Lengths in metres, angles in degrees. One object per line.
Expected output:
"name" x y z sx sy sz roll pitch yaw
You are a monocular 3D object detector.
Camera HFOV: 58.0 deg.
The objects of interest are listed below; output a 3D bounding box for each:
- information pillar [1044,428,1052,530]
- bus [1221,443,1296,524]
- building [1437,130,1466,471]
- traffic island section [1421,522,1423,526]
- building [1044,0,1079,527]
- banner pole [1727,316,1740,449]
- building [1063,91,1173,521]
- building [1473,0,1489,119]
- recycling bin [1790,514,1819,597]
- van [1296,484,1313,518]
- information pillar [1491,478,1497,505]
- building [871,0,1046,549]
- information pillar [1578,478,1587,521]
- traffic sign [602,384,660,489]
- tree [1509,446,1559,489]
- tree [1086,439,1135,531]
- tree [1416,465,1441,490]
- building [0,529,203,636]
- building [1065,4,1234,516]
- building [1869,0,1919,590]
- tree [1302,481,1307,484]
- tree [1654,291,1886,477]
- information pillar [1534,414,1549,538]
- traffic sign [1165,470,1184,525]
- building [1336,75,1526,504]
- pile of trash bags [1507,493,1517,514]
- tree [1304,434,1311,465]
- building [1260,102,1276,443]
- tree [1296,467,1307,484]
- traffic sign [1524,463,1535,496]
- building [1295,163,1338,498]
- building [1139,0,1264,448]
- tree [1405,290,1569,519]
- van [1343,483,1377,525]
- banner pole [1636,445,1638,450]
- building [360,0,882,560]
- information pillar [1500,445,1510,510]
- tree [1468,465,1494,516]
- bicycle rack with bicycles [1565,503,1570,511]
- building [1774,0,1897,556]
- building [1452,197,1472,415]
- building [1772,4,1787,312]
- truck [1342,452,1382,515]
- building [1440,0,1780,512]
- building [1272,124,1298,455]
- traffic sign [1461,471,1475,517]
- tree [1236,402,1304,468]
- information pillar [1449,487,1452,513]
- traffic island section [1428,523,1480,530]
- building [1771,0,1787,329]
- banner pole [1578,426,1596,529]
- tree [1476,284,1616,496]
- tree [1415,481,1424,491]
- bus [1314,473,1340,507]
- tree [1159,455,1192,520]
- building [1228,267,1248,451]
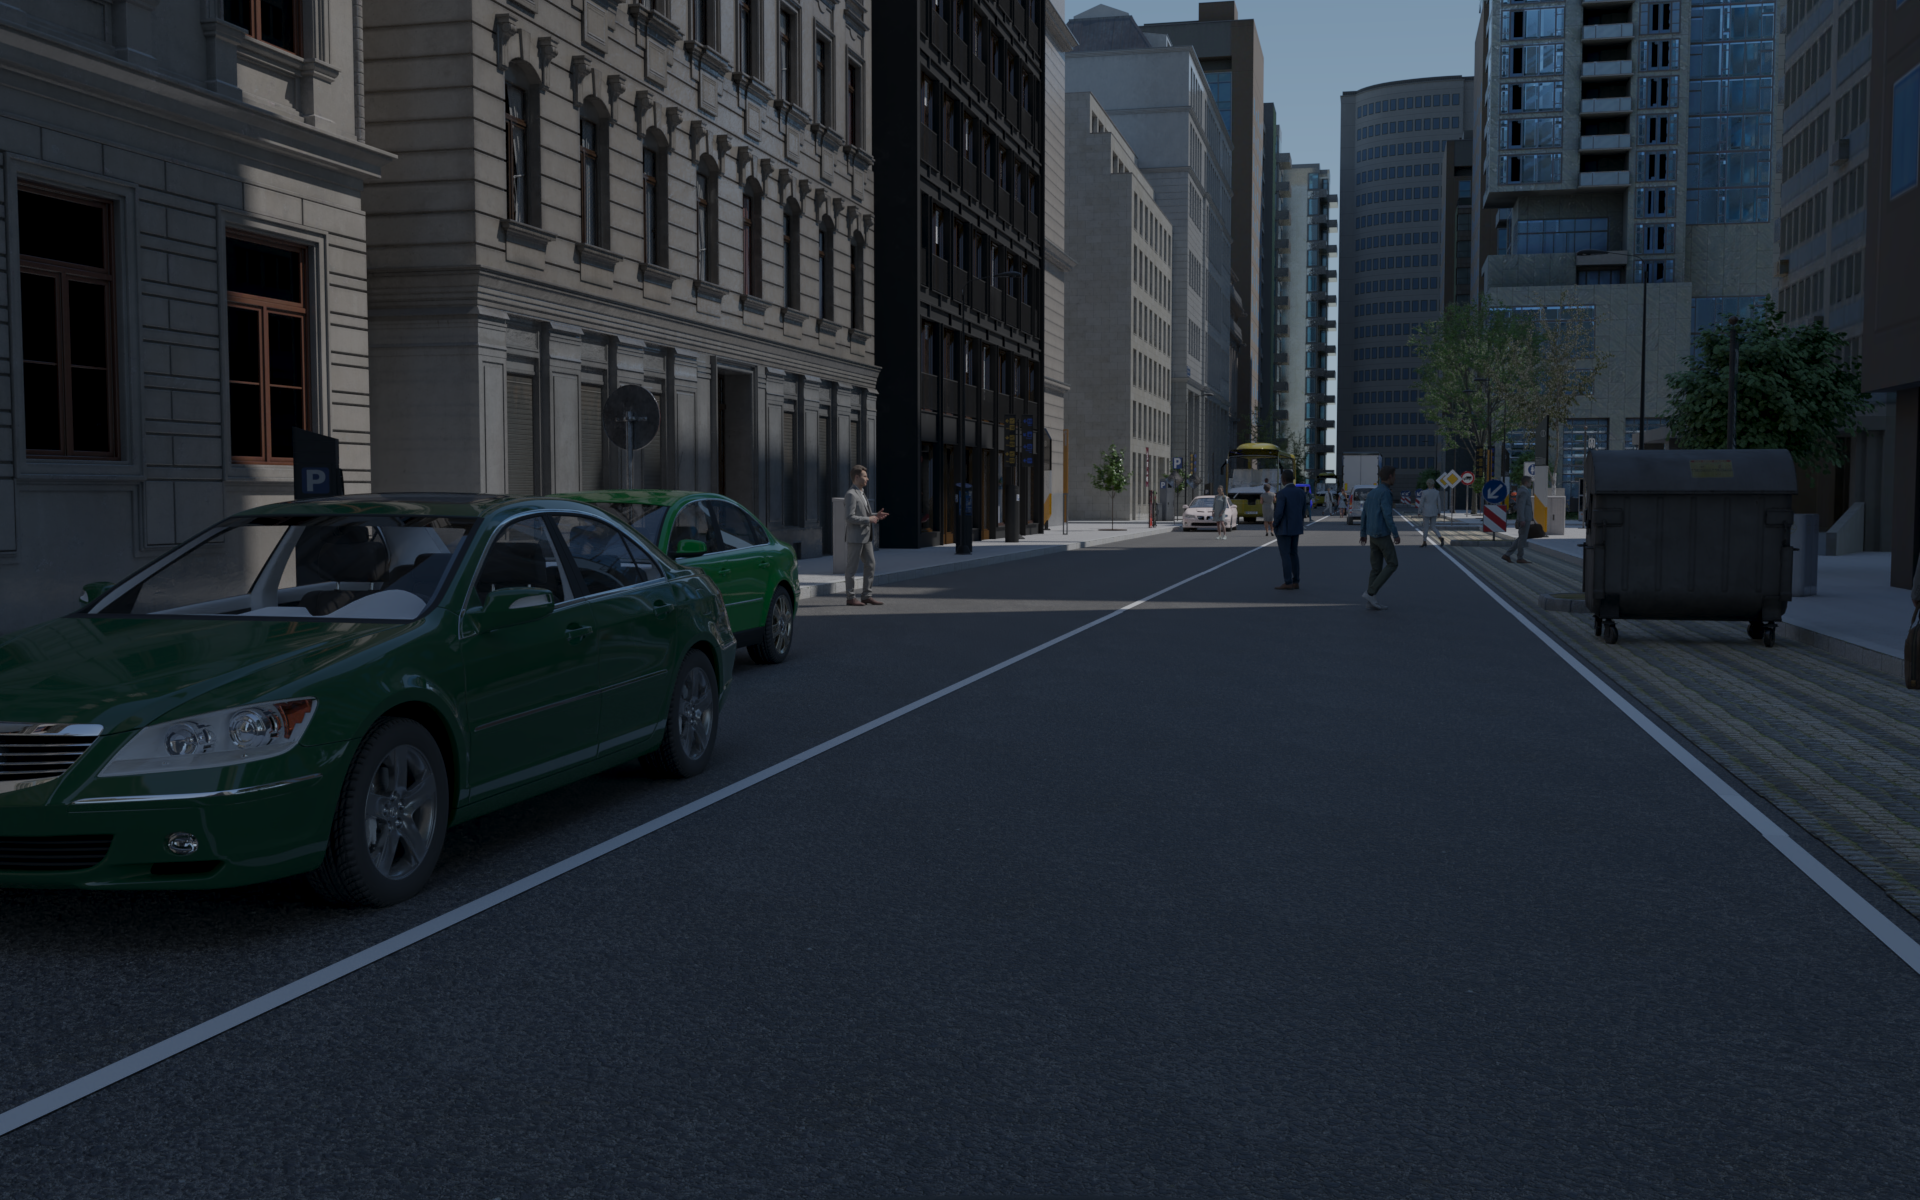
"information pillar" 3.090 -4.268 61.139 0.183 3.616 0.504 -2 4 -24
"bus" 15.187 -5.837 86.990 2.896 3.916 12.252 1 4 15
"building" 66.248 -34.397 212.503 14.600 45.320 14.200 1 4 13
"traffic island section" 21.752 -3.392 77.740 2.009 0.180 2.903 1 4 13
"building" -7.864 -17.135 67.541 23.554 28.519 14.401 1 4 13
"banner pole" 10.981 -2.117 24.630 0.401 3.779 0.863 2 4 32
"building" 5.032 -14.481 91.521 10.420 20.320 16.860 1 4 13
"building" 53.044 -30.833 154.234 14.600 45.320 14.200 1 4 13
"recycling bin" 10.434 -0.578 22.012 0.722 1.027 0.722 3 5 40
"van" 20.080 -6.109 104.272 2.240 2.365 5.245 1 4 15
"information pillar" 24.618 -4.623 80.081 0.304 2.012 0.304 -1 4 -10
"building" -5.118 -13.403 48.825 12.332 23.373 15.834 1 4 13
"information pillar" 29.186 -4.692 81.202 0.304 2.012 0.304 2 4 27
"traffic sign" -3.834 -1.225 20.129 0.768 2.556 0.104 1 4 21
"tree" 38.644 -8.144 116.867 4.285 4.588 4.351 0 3 0
"tree" 5.452 -4.043 60.710 1.663 3.219 1.824 0 3 0
"tree" 53.406 -13.005 196.347 4.285 4.588 4.351 0 3 0
"building" -14.253 -10.745 11.845 11.583 22.565 21.152 1 4 13
"building" 11.109 -20.567 113.755 11.434 29.767 29.804 1 4 13
"building" 17.721 -22.295 14.632 14.600 45.320 14.200 1 4 13
"tree" 43.724 -13.883 221.581 1.663 3.219 1.824 0 3 0
"tree" 13.085 -2.718 28.154 4.285 4.588 4.351 0 3 0
"information pillar" 17.201 -3.661 51.218 0.183 3.616 0.504 -2 4 -24
"traffic sign" 8.982 -4.213 72.528 0.795 2.450 0.064 1 4 13
"building" 67.156 -42.780 241.457 28.212 58.520 21.231 1 4 13
"pile of trash bags" 33.965 -5.839 105.227 1.912 1.369 3.447 0 4 4
"tree" 37.235 -14.889 193.799 4.737 8.622 4.395 0 3 0
"building" 24.669 -30.196 177.305 14.154 41.232 14.086 1 4 13
"tree" 34.666 -12.093 181.434 4.285 4.588 4.351 0 3 0
"traffic sign" 18.236 -3.239 55.085 0.606 2.300 0.079 1 4 18
"building" 38.815 -38.569 250.215 30.456 49.044 23.786 1 4 13
"building" 20.962 -31.374 163.079 14.600 45.320 14.200 1 4 13
"tree" 27.217 -10.020 89.590 9.928 11.665 9.643 0 3 0
"van" 19.029 -4.545 81.325 2.013 2.044 4.112 1 4 11
"banner pole" 30.415 -5.323 77.054 0.401 3.779 0.863 -3 5 -39
"building" -8.466 -11.117 30.911 9.793 20.994 18.267 1 4 13
"information pillar" 26.079 -5.600 82.907 0.504 3.616 0.183 -2 4 -28
"tree" 30.468 -6.524 101.262 1.663 3.219 1.824 0 3 0
"bicycle rack with bicycles" 37.101 -5.634 105.500 2.852 0.926 2.925 0 4 -5
"building" 33.693 -21.269 39.622 32.217 40.220 23.993 1 4 13
"building" 55.347 -24.311 169.189 14.160 30.474 14.107 1 4 13
"building" 56.081 -28.372 83.493 30.456 49.044 23.786 1 4 13
"truck" 28.138 -8.073 120.908 2.839 4.237 11.283 1 4 15
"building" 49.076 -50.030 130.657 22.319 86.520 31.000 1 4 13
"building" 25.583 -36.514 216.612 30.456 49.044 23.786 1 4 13
"traffic sign" 28.237 -5.889 96.398 0.768 2.556 0.104 1 4 17
"tree" 23.801 -11.327 135.552 4.737 8.622 4.395 0 3 0
"information pillar" 34.075 -7.056 119.856 0.304 2.012 0.304 0 4 2
"traffic island section" 19.887 -2.917 69.975 2.009 0.180 2.903 1 4 13
"building" 88.608 -46.805 203.509 20.611 71.187 20.563 1 4 13
"banner pole" 23.284 -4.535 64.166 0.863 3.779 0.401 -2 4 -34
"tree" 20.601 -6.744 60.632 4.360 8.622 3.978 0 3 0
"tree" 56.266 -13.318 212.351 1.663 3.219 1.824 0 3 0
"bus" 42.855 -12.873 202.020 2.896 3.916 12.252 1 4 13
"tree" 10.721 -5.609 86.308 1.663 3.219 1.824 0 3 0
"building" 15.758 -18.295 140.929 13.314 21.916 24.055 1 4 13
